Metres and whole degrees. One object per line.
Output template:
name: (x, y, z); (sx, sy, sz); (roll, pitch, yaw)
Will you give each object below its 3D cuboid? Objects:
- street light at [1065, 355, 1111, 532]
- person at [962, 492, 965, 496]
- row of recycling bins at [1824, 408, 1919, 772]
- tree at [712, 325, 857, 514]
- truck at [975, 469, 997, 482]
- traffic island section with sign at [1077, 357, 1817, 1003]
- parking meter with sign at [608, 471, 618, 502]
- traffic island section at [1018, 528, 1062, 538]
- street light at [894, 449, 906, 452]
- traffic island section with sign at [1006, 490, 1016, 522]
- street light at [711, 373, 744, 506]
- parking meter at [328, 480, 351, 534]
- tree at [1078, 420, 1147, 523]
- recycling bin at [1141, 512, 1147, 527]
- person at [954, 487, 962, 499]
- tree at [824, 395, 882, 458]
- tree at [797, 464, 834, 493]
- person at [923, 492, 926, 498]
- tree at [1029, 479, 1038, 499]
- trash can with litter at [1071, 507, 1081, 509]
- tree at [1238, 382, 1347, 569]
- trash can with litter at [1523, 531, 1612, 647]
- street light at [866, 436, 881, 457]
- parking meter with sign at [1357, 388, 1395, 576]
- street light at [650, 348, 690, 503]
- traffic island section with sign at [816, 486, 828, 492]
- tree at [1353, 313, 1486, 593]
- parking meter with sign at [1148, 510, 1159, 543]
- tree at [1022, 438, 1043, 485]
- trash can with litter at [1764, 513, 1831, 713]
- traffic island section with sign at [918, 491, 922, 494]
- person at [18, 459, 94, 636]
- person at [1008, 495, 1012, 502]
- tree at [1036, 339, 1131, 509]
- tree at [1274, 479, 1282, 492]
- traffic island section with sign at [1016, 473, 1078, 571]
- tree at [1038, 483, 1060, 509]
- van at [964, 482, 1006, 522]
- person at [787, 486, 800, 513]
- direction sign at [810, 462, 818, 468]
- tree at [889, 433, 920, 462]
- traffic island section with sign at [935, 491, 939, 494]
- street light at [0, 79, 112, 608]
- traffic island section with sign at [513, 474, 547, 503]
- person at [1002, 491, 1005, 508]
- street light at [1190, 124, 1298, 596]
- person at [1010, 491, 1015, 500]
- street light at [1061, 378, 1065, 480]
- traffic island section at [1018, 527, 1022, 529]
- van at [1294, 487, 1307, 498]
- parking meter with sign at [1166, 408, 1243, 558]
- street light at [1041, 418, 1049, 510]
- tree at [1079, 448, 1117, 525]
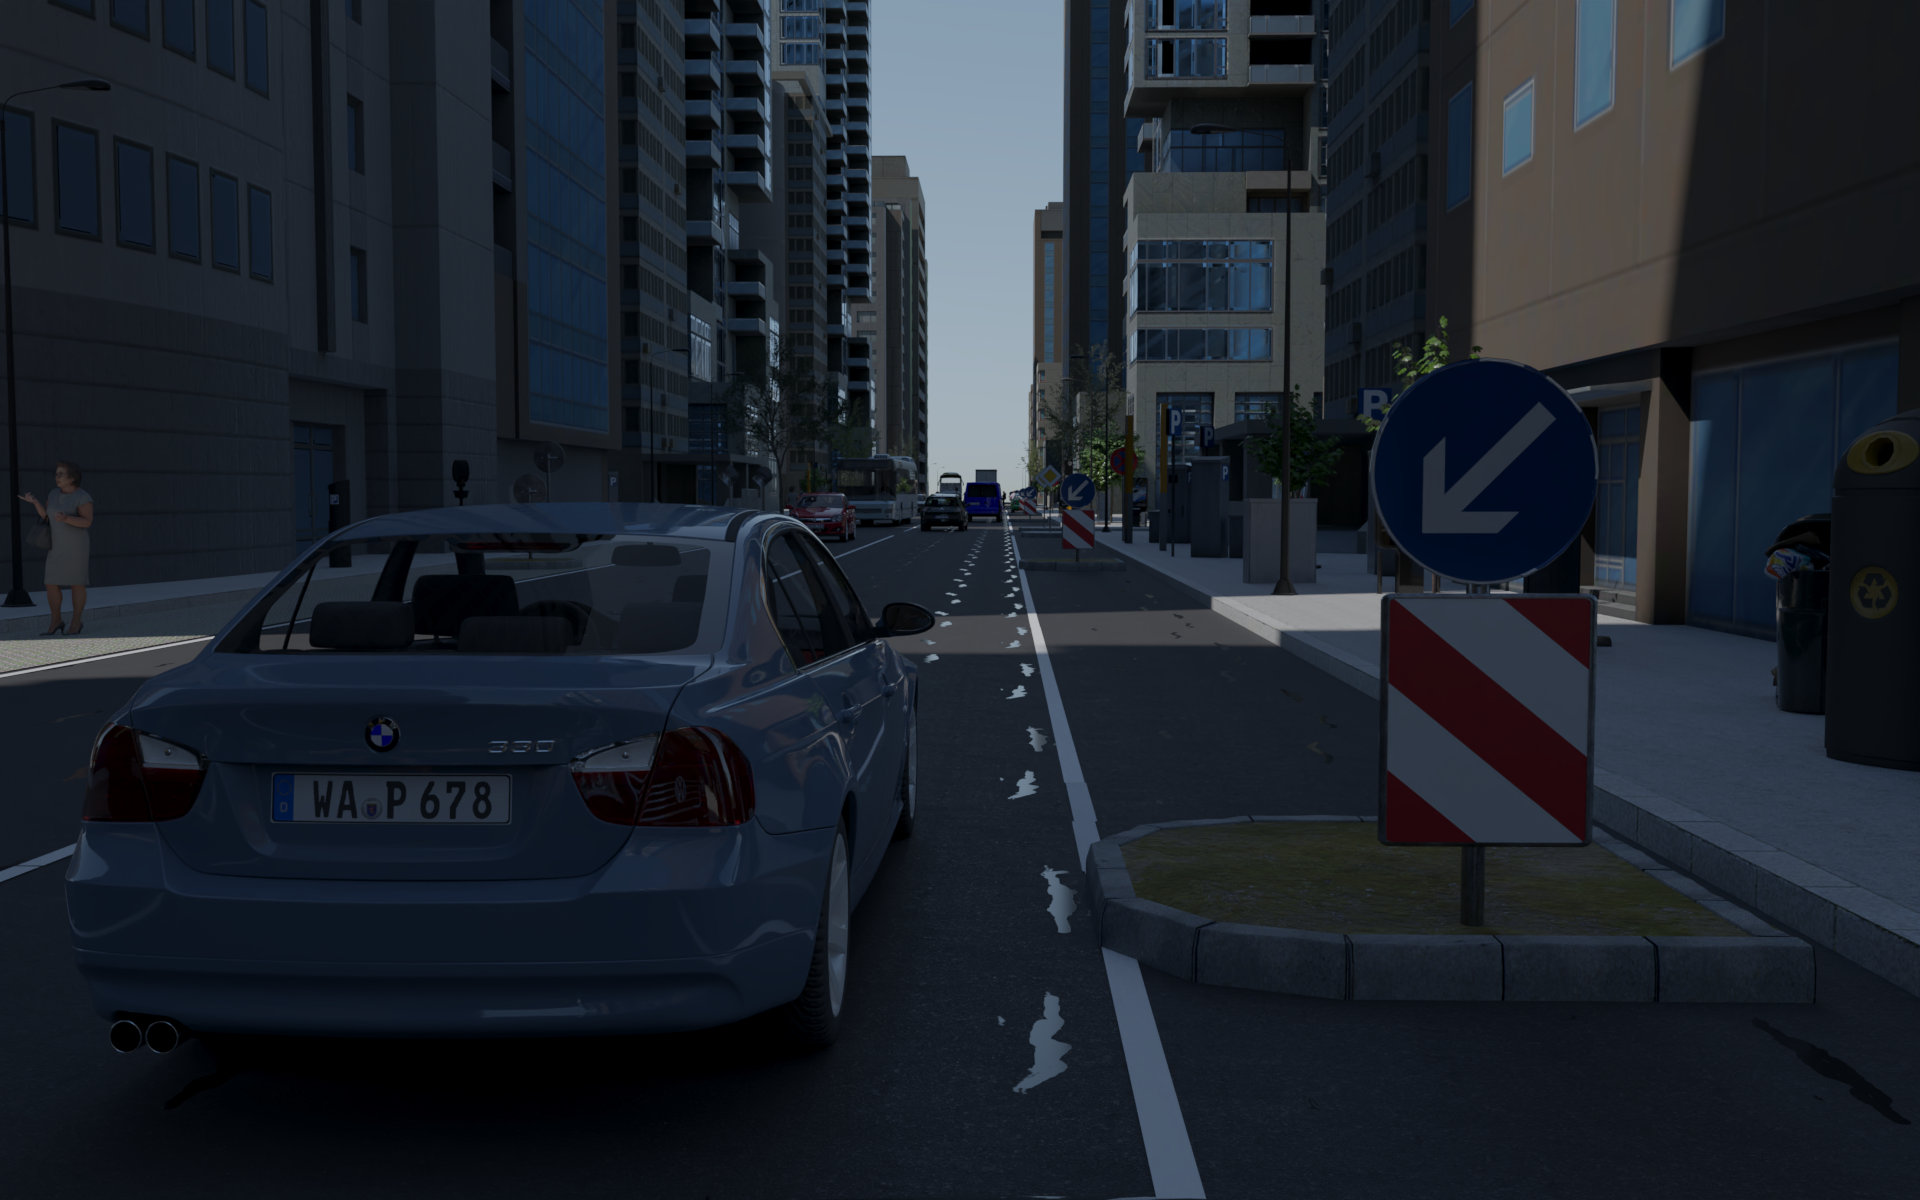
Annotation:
street light: (4.365, -5.223, 57.932); (1.470, 5.913, 1.316); (0, 4, 1)
person: (0.770, -17.257, 290.666); (1.348, 1.822, 0.705); (1, 4, 22)
row of recycling bins: (4.581, 0.009, 6.966); (1.069, 1.692, 3.534); (0, 4, 5)
tree: (-9.695, -9.807, 94.765); (8.767, 10.594, 7.601); (0, 4, 4)
truck: (3.072, -12.984, 201.205); (2.839, 4.237, 11.283); (0, 4, 1)
traffic island section with sign: (1.444, 0.171, 5.840); (1.989, 1.847, 2.006); (0, 4, 1)
parking meter with sign: (-11.923, -3.807, 58.503); (1.738, 3.016, 0.543); (3, 5, 43)
traffic island section: (3.051, -2.201, 58.271); (2.009, 0.180, 2.903); (0, 4, 1)
street light: (-6.292, -12.634, 179.100); (1.470, 5.913, 1.316); (0, 4, 1)
traffic island section with sign: (3.470, -4.888, 88.554); (1.989, 1.847, 2.006); (0, 4, 1)
street light: (-8.951, -5.735, 66.311); (1.470, 5.913, 1.316); (0, 4, 1)
parking meter: (-10.850, -1.338, 30.289); (0.372, 1.533, 0.369); (0, 3, 0)
tree: (6.702, -5.693, 76.797); (4.285, 4.588, 4.351); (0, 3, 0)
recycling bin: (6.950, -3.423, 68.520); (0.722, 1.027, 0.722); (2, 4, 29)
person: (-0.128, -5.318, 95.626); (0.511, 1.800, 0.466); (0, 4, 6)
tree: (-8.190, -10.973, 129.776); (4.737, 8.622, 4.395); (0, 3, 0)
tree: (-9.125, -7.083, 110.407); (1.663, 3.219, 1.824); (0, 3, 0)
person: (-4.313, -11.830, 202.713); (0.721, 1.735, 1.217); (-3, 4, -36)
tree: (8.503, -12.067, 191.894); (1.663, 3.219, 1.824); (0, 3, 0)
trash can with litter: (5.806, -4.783, 89.593); (0.624, 1.170, 1.055); (-3, 4, -36)
tree: (5.877, -2.161, 29.936); (1.663, 3.219, 1.824); (0, 3, 0)
trash can with litter: (4.602, -0.219, 14.638); (2.233, 1.210, 1.678); (-1, 4, -17)
street light: (-7.172, -10.416, 142.848); (1.470, 5.913, 1.316); (0, 4, 1)
parking meter with sign: (6.776, -1.922, 27.684); (0.543, 3.016, 1.738); (0, 4, 2)
street light: (-9.286, -5.057, 55.223); (1.470, 5.913, 1.316); (0, 4, 1)
traffic island section with sign: (-7.058, -4.912, 88.945); (1.989, 1.847, 2.006); (0, 4, 1)
tree: (5.148, -1.469, 18.618); (1.663, 3.219, 1.824); (0, 3, 0)
parking meter with sign: (5.705, -2.979, 44.967); (1.738, 3.016, 0.543); (3, 5, 40)
tree: (9.858, -16.758, 224.355); (4.737, 8.622, 4.395); (0, 3, 0)
trash can with litter: (5.091, 0.059, 10.428); (0.624, 1.170, 1.055); (1, 4, 15)
traffic island section with sign: (-4.506, -11.279, 193.032); (1.989, 1.847, 2.006); (0, 4, 1)
person: (-9.115, -0.524, 17.426); (0.716, 1.782, 0.532); (1, 4, 14)
person: (8.108, -15.938, 269.109); (1.348, 1.821, 0.705); (-1, 4, -15)
tree: (6.015, -8.063, 82.192); (4.360, 8.622, 3.978); (0, 3, 0)
tree: (16.378, -6.148, 84.232); (4.285, 4.588, 4.351); (0, 3, 0)
traffic island section with sign: (2.128, -1.509, 33.296); (1.989, 1.847, 2.006); (0, 4, 1)
tree: (8.215, -9.835, 155.397); (1.663, 3.219, 1.824); (0, 3, 0)
van: (1.239, -5.213, 89.624); (2.240, 2.365, 5.245); (0, 4, 3)
person: (-6.977, -3.951, 73.460); (0.716, 1.782, 0.532); (0, 4, 5)
direction sign: (-10.418, -8.013, 123.004); (0.876, 3.537, 0.379); (3, 4, 39)
tree: (-6.659, -15.389, 201.971); (4.360, 8.622, 3.978); (0, 3, 0)
traffic island section with sign: (-2.496, -16.350, 275.944); (1.989, 1.847, 2.006); (0, 4, 1)
street light: (-10.194, -2.875, 19.549); (1.470, 5.913, 1.316); (0, 4, 1)
traffic island section with sign: (-8.404, -1.519, 33.460); (1.989, 1.847, 2.006); (0, 4, 1)
person: (4.279, -10.001, 172.699); (0.721, 1.739, 1.217); (2, 4, 27)
street light: (3.589, -3.018, 21.889); (1.470, 5.913, 1.316); (0, 4, 1)
person: (4.550, -8.270, 144.648); (0.436, 1.711, 0.756); (-3, 5, -44)
street light: (4.717, -5.921, 69.357); (1.470, 5.913, 1.316); (0, 4, 1)
traffic island section: (3.245, -2.689, 66.254); (2.009, 0.180, 2.903); (0, 4, 1)
van: (14.147, -3.410, 62.768); (4.112, 2.044, 2.013); (0, 4, 1)
parking meter with sign: (5.049, -2.367, 34.969); (1.738, 3.016, 0.543); (2, 4, 34)
street light: (5.725, -8.117, 105.247); (1.470, 5.913, 1.316); (0, 4, 1)
tree: (5.842, -4.788, 72.887); (1.663, 3.219, 1.824); (0, 3, 0)
